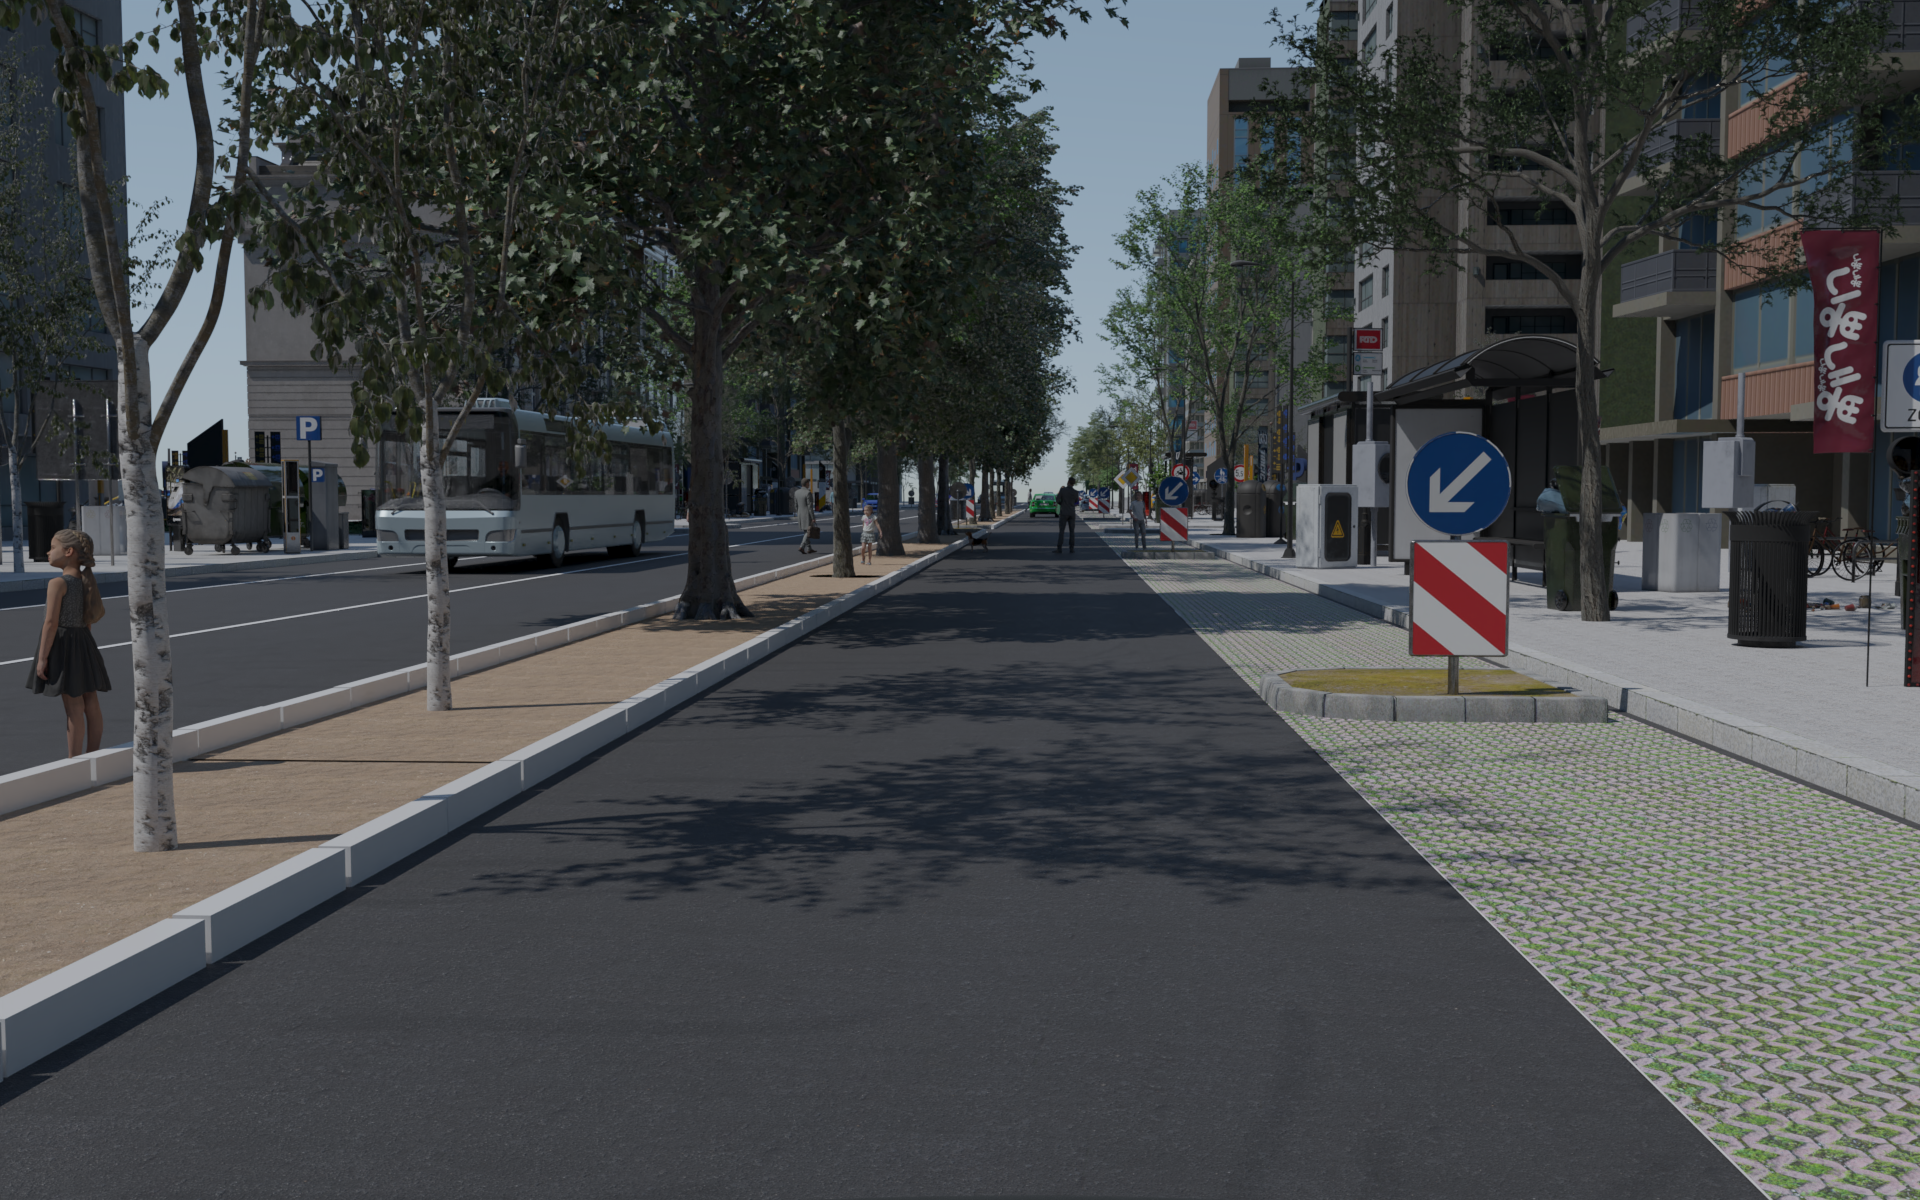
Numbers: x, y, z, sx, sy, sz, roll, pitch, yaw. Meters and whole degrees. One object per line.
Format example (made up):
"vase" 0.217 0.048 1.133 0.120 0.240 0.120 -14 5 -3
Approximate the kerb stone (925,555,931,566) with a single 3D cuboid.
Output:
"kerb stone" -0.724 -0.748 34.425 0.120 0.150 1.000 0 4 3

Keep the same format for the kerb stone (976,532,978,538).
"kerb stone" 0.418 -1.999 54.896 0.120 0.150 1.000 0 4 3

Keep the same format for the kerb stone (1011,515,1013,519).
"kerb stone" 2.687 -4.467 95.392 0.120 0.150 1.000 0 4 3

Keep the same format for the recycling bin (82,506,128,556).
"recycling bin" -17.891 -1.450 36.266 0.722 1.027 0.722 -1 4 -10

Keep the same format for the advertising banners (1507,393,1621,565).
"advertising banners" 10.499 -2.078 30.166 2.074 3.025 0.090 0 4 -4

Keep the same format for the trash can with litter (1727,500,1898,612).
"trash can with litter" 9.530 -0.505 19.308 2.233 1.210 1.678 0 4 -5

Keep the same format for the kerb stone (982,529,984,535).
"kerb stone" 0.657 -2.251 58.993 0.120 0.150 1.000 0 4 3

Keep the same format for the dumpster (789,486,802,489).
"dumpster" -11.542 -7.114 122.077 1.264 1.857 1.865 0 4 3

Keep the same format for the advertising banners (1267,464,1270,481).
"advertising banners" 17.398 -6.368 100.304 2.074 3.025 0.090 -3 4 -38

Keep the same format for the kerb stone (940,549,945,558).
"kerb stone" -0.479 -0.996 38.519 0.120 0.150 1.000 0 4 3

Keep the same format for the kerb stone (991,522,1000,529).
"kerb stone" 1.548 -3.220 74.910 0.120 0.150 1.000 0 4 3

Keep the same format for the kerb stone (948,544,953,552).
"kerb stone" -0.317 -1.186 41.590 0.120 0.150 1.000 0 4 3

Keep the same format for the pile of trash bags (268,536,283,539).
"pile of trash bags" -20.386 -2.497 50.572 1.912 1.369 3.447 -2 4 -33

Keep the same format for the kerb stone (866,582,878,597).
"kerb stone" -1.289 -0.122 24.196 0.120 0.150 1.000 0 4 3

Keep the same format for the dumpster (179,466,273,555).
"dumpster" -15.605 -1.901 36.843 1.264 1.857 1.865 0 4 3

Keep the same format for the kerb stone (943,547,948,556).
"kerb stone" -0.432 -1.059 39.549 0.120 0.150 1.000 0 4 3

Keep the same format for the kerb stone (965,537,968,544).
"kerb stone" 0.079 -1.625 48.763 0.120 0.150 1.000 0 4 3

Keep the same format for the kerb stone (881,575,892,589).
"kerb stone" -1.172 -0.246 26.243 0.120 0.150 1.000 0 4 3

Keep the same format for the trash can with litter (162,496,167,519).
"trash can with litter" -45.977 -5.353 98.583 1.678 1.210 2.233 -2 4 -30

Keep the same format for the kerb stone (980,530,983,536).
"kerb stone" 0.599 -2.185 57.964 0.120 0.150 1.000 0 4 3

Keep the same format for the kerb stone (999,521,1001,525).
"kerb stone" 1.599 -3.287 75.939 0.120 0.150 1.000 0 4 3

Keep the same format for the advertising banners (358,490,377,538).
"advertising banners" -16.705 -3.365 51.205 2.074 3.025 0.090 -1 4 -22

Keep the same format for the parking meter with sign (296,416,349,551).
"parking meter with sign" -14.492 -2.646 39.520 0.543 3.016 1.738 0 4 2

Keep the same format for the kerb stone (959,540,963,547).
"kerb stone" -0.085 -1.436 45.677 0.120 0.150 1.000 0 4 3

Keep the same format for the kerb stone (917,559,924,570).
"kerb stone" -0.827 -0.623 32.383 0.120 0.150 1.000 0 4 3

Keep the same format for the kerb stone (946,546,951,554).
"kerb stone" -0.372 -1.121 40.569 0.120 0.150 1.000 0 4 3

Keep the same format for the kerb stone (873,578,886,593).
"kerb stone" -1.227 -0.185 25.217 0.120 0.150 1.000 0 4 3

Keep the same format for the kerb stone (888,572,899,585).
"kerb stone" -1.111 -0.310 27.272 0.120 0.150 1.000 0 4 3

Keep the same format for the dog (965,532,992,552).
"dog" 0.446 -1.428 42.631 0.540 0.507 0.406 -2 4 -32

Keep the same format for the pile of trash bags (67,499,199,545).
"pile of trash bags" -20.441 -2.031 42.959 3.447 1.369 1.912 0 4 -8

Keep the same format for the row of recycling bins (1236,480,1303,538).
"row of recycling bins" 9.637 -2.716 51.517 3.534 1.692 1.069 -2 4 -33

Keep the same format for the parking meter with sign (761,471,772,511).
"parking meter with sign" -14.488 -8.145 129.431 1.738 3.016 0.543 3 4 36

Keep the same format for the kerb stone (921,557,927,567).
"kerb stone" -0.780 -0.686 33.405 0.120 0.150 1.000 0 4 3

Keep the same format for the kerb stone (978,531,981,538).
"kerb stone" 0.540 -2.125 56.943 0.120 0.150 1.000 0 4 3

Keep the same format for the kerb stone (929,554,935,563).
"kerb stone" -0.664 -0.811 35.456 0.120 0.150 1.000 0 4 3

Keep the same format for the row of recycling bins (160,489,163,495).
"row of recycling bins" -63.918 -7.968 137.395 1.069 1.692 3.534 1 4 21

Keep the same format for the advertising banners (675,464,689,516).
"advertising banners" -15.872 -6.411 101.000 2.074 3.025 0.090 -2 4 -26

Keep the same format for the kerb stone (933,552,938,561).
"kerb stone" -0.607 -0.873 36.476 0.120 0.150 1.000 0 4 3

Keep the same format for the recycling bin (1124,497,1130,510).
"recycling bin" 13.067 -7.624 137.205 0.722 1.027 0.722 1 4 21

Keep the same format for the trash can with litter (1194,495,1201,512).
"trash can with litter" 16.854 -6.968 124.990 1.678 1.210 2.233 0 4 -1

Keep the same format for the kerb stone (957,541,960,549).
"kerb stone" -0.148 -1.371 44.657 0.120 0.150 1.000 0 4 3

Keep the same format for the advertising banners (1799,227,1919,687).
"advertising banners" 6.554 -0.931 11.405 2.074 3.025 0.090 0 4 4

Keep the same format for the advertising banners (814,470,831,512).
"advertising banners" -10.394 -7.949 126.157 2.074 3.025 0.090 0 4 -7

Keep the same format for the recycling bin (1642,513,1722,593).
"recycling bin" 9.524 -0.631 22.872 0.722 1.027 0.722 -1 4 -12

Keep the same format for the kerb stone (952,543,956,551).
"kerb stone" -0.262 -1.249 42.611 0.120 0.150 1.000 0 4 3

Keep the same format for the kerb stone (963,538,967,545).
"kerb stone" 0.026 -1.558 47.732 0.120 0.150 1.000 0 4 3

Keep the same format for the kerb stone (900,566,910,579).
"kerb stone" -0.995 -0.429 29.315 0.120 0.150 1.000 0 4 3

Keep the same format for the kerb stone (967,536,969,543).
"kerb stone" 0.141 -1.688 49.791 0.120 0.150 1.000 0 4 3

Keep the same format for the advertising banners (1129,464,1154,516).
"advertising banners" 10.781 -6.337 99.791 2.074 3.025 0.090 0 4 -1

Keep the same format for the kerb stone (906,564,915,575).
"kerb stone" -0.942 -0.498 30.336 0.120 0.150 1.000 0 4 3

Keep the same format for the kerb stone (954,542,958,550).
"kerb stone" -0.208 -1.311 43.636 0.120 0.150 1.000 0 4 3

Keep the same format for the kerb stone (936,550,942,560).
"kerb stone" -0.539 -0.930 37.498 0.120 0.150 1.000 0 4 3

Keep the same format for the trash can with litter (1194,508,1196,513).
"trash can with litter" 15.861 -6.649 120.100 0.624 1.170 1.055 3 5 43

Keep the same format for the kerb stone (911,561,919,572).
"kerb stone" -0.890 -0.561 31.363 0.120 0.150 1.000 0 4 3

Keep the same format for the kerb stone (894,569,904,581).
"kerb stone" -1.063 -0.373 28.295 0.120 0.150 1.000 0 4 3

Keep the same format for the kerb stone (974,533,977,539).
"kerb stone" 0.372 -1.938 53.875 0.120 0.150 1.000 0 4 3

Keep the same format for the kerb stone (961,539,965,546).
"kerb stone" -0.033 -1.499 46.704 0.120 0.150 1.000 0 4 3

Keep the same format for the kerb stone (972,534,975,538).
"kerb stone" 0.304 -1.875 52.855 0.120 0.150 1.000 0 4 3
